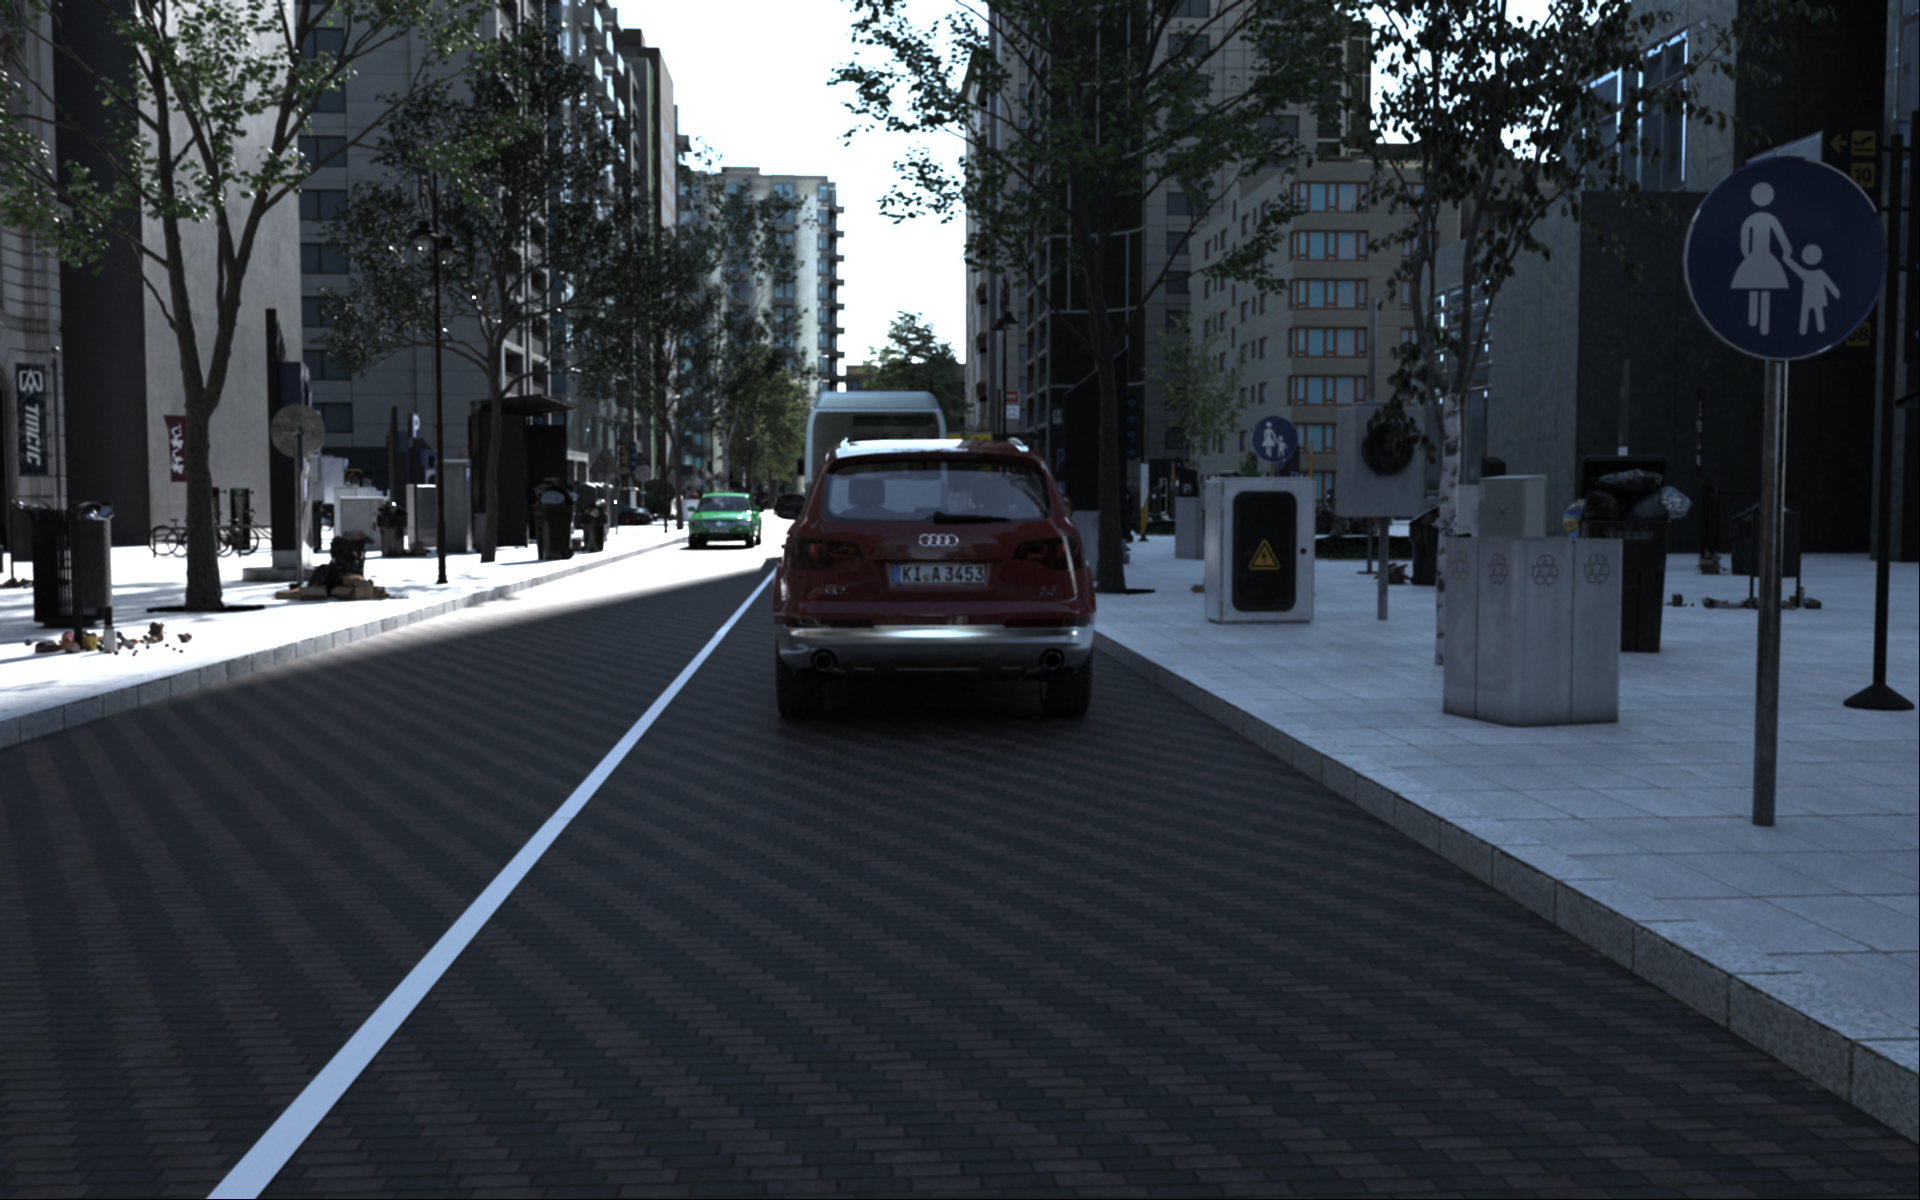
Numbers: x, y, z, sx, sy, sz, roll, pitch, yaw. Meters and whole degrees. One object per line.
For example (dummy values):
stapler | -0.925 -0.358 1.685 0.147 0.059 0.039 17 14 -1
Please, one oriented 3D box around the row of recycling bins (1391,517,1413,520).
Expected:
row of recycling bins | 21.119 -4.741 84.628 3.534 1.692 1.069 -3 5 -40

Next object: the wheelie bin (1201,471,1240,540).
wheelie bin | 3.724 -0.984 23.989 0.693 1.594 0.980 -1 4 -11

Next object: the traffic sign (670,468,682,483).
traffic sign | -14.334 -5.292 86.525 0.884 2.594 0.081 0 4 -3

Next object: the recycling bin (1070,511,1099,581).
recycling bin | 1.670 -0.808 25.771 0.722 1.027 0.722 -2 4 -29

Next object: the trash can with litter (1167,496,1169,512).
trash can with litter | 13.744 -6.403 116.080 1.055 1.170 0.624 -2 4 -31

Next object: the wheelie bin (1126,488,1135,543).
wheelie bin | 4.169 -2.304 45.584 0.693 1.594 0.980 -2 4 -27

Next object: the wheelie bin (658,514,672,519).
wheelie bin | -15.063 -4.940 88.683 0.980 1.594 0.693 1 4 23

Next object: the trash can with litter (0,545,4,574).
trash can with litter | -8.626 -0.193 14.551 1.055 1.170 0.624 0 4 4

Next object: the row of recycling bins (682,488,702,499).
row of recycling bins | -18.965 -7.075 122.786 1.069 1.692 3.534 1 4 13

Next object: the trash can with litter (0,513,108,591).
trash can with litter | -13.334 -0.792 24.000 2.233 1.210 1.678 -3 5 -44

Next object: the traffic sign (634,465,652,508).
traffic sign | -13.692 -4.567 74.778 0.768 2.556 0.104 0 4 6

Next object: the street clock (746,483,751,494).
street clock | -14.318 -6.887 117.172 0.358 2.002 0.471 -3 4 -38

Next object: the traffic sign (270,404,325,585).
traffic sign | -9.345 -1.489 24.449 0.768 2.556 0.104 0 4 -2

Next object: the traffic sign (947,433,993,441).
traffic sign | -0.038 -3.888 57.443 2.265 3.308 0.079 0 4 5

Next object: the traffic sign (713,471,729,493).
traffic sign | -10.512 -4.422 75.945 0.795 2.450 0.064 0 4 -4

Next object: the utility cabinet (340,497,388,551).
utility cabinet | -13.476 -1.716 39.215 1.020 1.237 0.306 -2 4 -24

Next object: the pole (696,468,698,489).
pole | -20.714 -8.732 136.617 0.158 3.312 0.155 0 3 0

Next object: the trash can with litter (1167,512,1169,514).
trash can with litter | 14.302 -6.264 113.471 2.233 1.210 1.678 1 4 20

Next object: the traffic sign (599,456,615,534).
traffic sign | -11.377 -3.419 56.004 0.768 2.556 0.104 0 4 -4

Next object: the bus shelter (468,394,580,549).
bus shelter | -10.879 -3.203 43.654 1.731 3.624 6.357 0 4 -4

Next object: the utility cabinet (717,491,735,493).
utility cabinet | -16.287 -6.842 120.551 1.173 1.500 0.318 -1 4 -21

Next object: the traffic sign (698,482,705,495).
traffic sign | -15.830 -6.544 107.100 0.768 2.556 0.104 0 4 -1

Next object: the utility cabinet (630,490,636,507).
utility cabinet | -23.745 -7.151 125.596 1.173 1.500 0.318 3 5 43

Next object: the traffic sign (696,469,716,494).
traffic sign | -9.971 -3.935 67.978 0.795 2.450 0.064 0 4 -4

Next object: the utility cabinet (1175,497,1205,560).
utility cabinet | 4.598 -1.412 34.251 0.306 1.237 1.020 -1 4 -18

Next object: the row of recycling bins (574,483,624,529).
row of recycling bins | -13.570 -3.512 64.531 1.069 1.692 3.534 0 4 2

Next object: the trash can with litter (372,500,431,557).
trash can with litter | -11.434 -1.473 35.468 0.624 1.170 1.055 3 5 41

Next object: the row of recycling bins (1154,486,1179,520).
row of recycling bins | 10.558 -4.933 87.770 3.534 1.692 1.069 1 4 10

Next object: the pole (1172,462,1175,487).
pole | 13.525 -7.099 109.916 0.158 3.312 0.155 0 3 0

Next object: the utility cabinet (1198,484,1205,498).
utility cabinet | 5.205 -1.774 37.683 0.318 1.500 1.173 0 4 -7

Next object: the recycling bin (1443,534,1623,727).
recycling bin | 3.270 0.161 9.926 0.722 1.027 0.722 -1 4 -19

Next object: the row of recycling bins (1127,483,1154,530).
row of recycling bins | 5.130 -3.333 61.609 3.534 1.692 1.069 -3 4 -36

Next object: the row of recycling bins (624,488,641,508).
row of recycling bins | -22.426 -6.749 117.456 1.069 1.692 3.534 -1 4 -22

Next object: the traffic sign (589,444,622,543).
traffic sign | -9.279 -2.772 45.334 0.884 2.594 0.081 0 4 1

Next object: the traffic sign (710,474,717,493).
traffic sign | -15.415 -6.642 108.694 0.768 2.556 0.104 0 4 3

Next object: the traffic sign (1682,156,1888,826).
traffic sign | 3.121 -0.400 6.648 0.768 2.556 0.104 0 4 1

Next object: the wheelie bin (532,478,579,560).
wheelie bin | -7.965 -1.591 33.928 0.693 1.594 0.980 -3 4 -36

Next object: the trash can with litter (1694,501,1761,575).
trash can with litter | 12.267 -0.988 27.548 1.055 1.170 0.624 1 4 22

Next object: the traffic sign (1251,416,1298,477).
traffic sign | 5.110 -1.720 28.227 0.768 2.556 0.104 0 4 1

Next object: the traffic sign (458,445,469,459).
traffic sign | -12.388 -2.687 44.038 0.768 2.556 0.104 0 4 3

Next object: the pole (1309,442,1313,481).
pole | 13.681 -4.505 67.507 0.158 3.312 0.155 0 3 0

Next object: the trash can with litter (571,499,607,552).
trash can with litter | -8.318 -1.642 38.228 1.055 1.170 0.624 1 4 20

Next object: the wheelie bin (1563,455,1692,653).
wheelie bin | 5.473 -0.386 14.216 0.980 1.594 0.693 1 4 14

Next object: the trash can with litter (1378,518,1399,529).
trash can with litter | 15.086 -3.262 64.391 1.678 1.210 2.233 -2 4 -33

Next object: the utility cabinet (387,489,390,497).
utility cabinet | -26.476 -4.406 80.721 0.318 1.500 1.173 -1 4 -23

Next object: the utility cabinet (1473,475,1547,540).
utility cabinet | 6.531 -0.727 20.572 0.318 1.500 1.173 -1 4 -8

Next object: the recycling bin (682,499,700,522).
recycling bin | -12.698 -4.202 81.257 0.722 1.027 0.722 -3 5 -42

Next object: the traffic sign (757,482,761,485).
traffic sign | -16.280 -8.486 139.928 0.795 2.450 0.064 0 4 2

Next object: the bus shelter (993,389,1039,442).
bus shelter | 1.399 -5.274 63.858 2.179 5.291 8.768 0 4 -4

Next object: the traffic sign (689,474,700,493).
traffic sign | -17.022 -6.807 111.395 0.768 2.556 0.104 0 4 2

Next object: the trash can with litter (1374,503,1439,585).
trash can with litter | 6.400 -0.803 24.511 1.055 1.170 0.624 2 4 30

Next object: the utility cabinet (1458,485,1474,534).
utility cabinet | 12.218 -1.999 41.362 0.318 1.500 1.173 -2 4 -28

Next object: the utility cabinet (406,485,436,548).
utility cabinet | -12.779 -2.002 41.405 0.318 1.500 1.173 1 4 12

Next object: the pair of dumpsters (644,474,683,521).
pair of dumpsters | -14.311 -4.951 83.444 1.574 2.255 4.437 0 4 -4

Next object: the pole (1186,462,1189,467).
pole | 14.362 -7.058 109.243 0.158 3.312 0.155 0 3 0

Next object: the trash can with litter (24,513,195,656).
trash can with litter | -7.101 -0.227 14.774 1.678 1.210 2.233 0 4 0

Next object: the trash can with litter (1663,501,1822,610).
trash can with litter | 8.850 -0.531 19.735 2.233 1.210 1.678 0 4 7
